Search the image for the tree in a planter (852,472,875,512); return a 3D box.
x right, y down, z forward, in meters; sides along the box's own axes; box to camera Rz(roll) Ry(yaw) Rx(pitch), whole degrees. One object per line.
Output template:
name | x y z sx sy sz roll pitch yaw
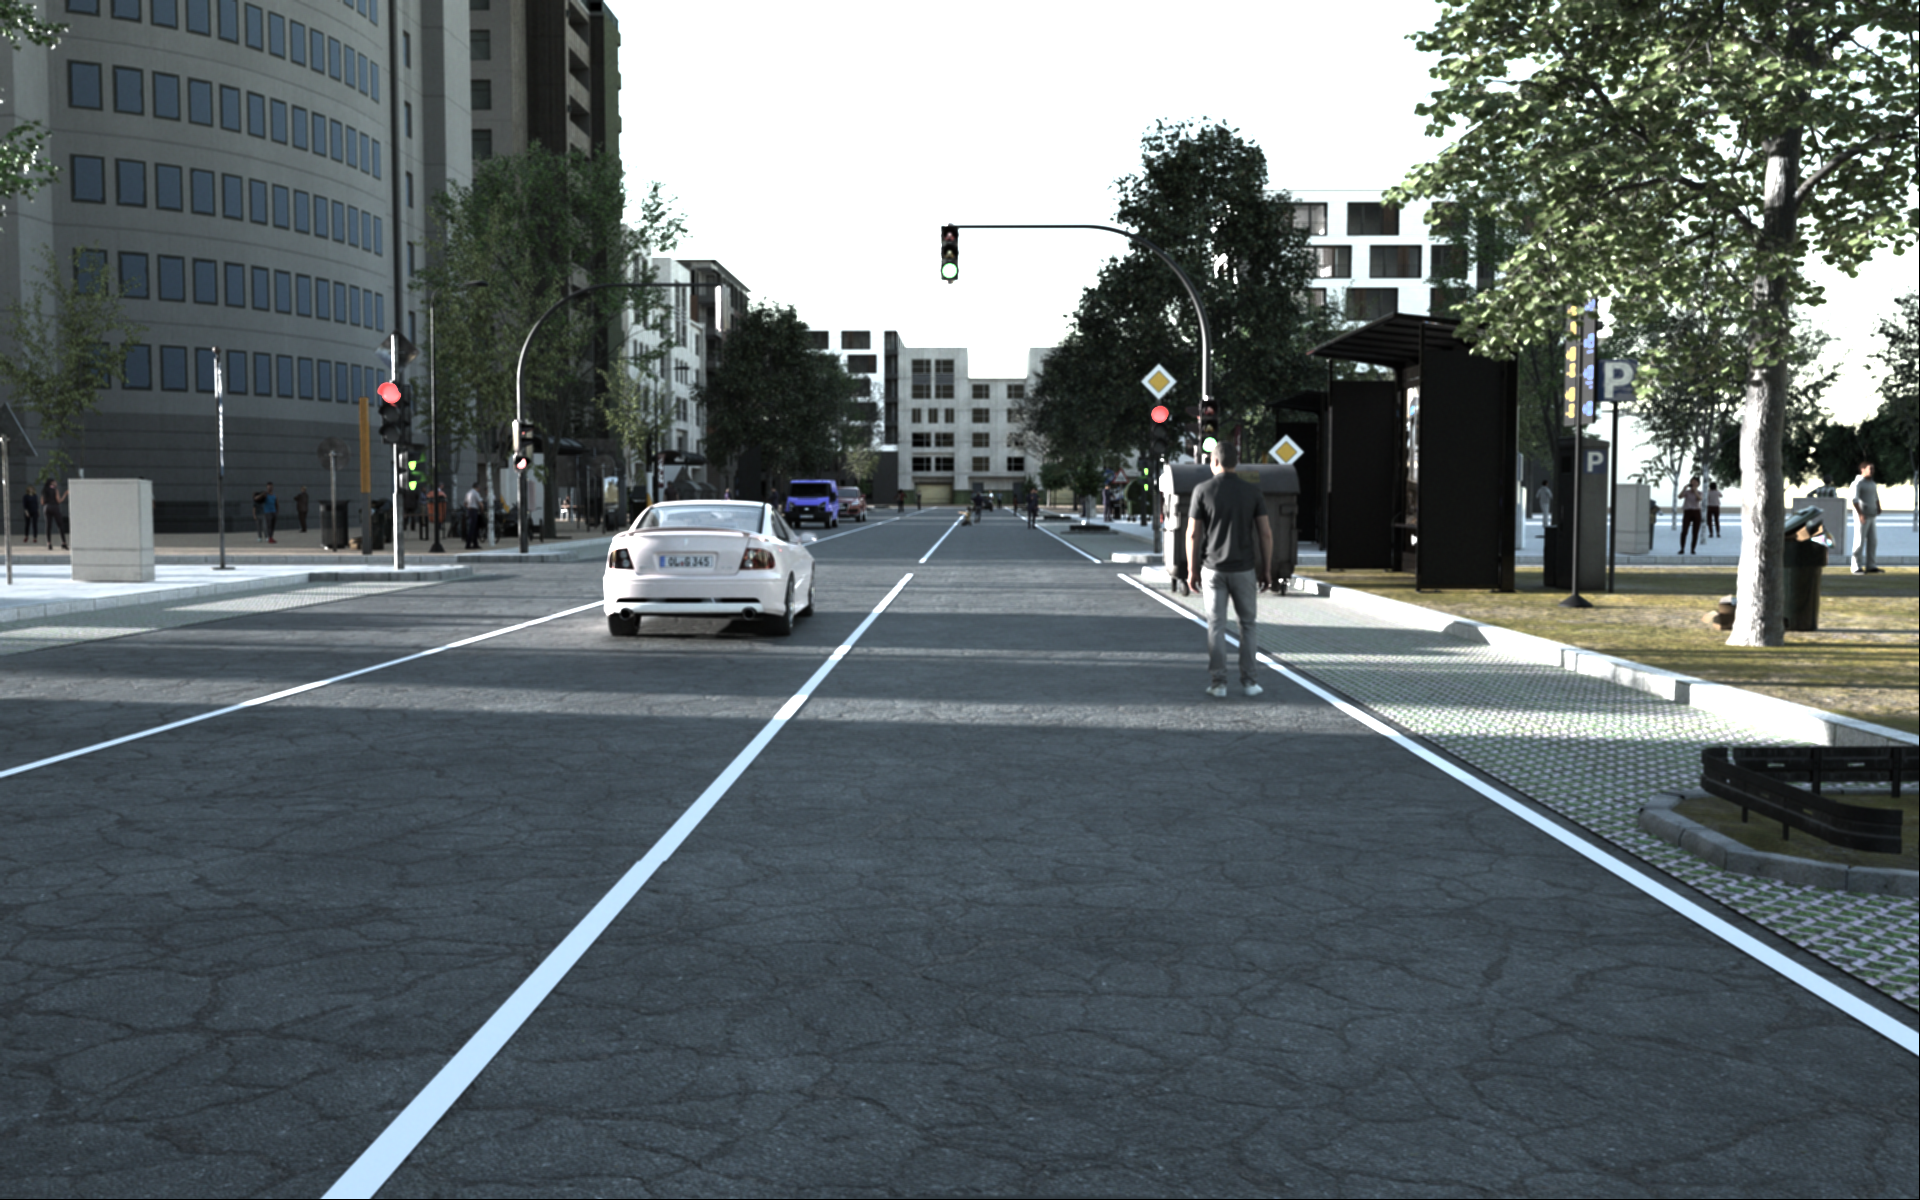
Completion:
tree in a planter | -7.832 -8.692 139.344 1.991 3.239 1.994 0 4 1

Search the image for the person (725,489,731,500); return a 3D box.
person | -11.415 -4.687 84.883 0.471 1.553 0.569 0 4 3

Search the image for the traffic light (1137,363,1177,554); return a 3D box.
traffic light | 4.248 -2.959 37.303 0.839 4.253 0.868 0 4 1

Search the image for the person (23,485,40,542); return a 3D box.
person | -24.687 -2.286 45.960 0.613 1.512 0.480 1 4 23

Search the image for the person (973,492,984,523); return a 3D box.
person | 0.825 -4.548 85.070 0.569 1.553 0.471 3 5 43

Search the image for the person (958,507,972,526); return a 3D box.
person | 0.239 -3.800 78.560 0.695 0.859 0.347 2 4 32

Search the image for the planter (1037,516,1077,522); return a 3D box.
planter | 4.963 -4.151 89.014 1.991 0.319 1.994 0 4 1

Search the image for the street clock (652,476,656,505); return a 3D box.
street clock | -12.207 -3.924 68.725 0.358 2.002 0.471 -2 4 -32

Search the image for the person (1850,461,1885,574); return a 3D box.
person | 14.553 -1.319 27.759 0.875 1.805 0.789 -2 4 -25

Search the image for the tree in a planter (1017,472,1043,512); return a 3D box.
tree in a planter | 5.613 -8.680 139.133 1.991 3.239 1.994 0 4 1

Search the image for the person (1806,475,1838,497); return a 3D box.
person | 20.220 -2.062 40.473 0.376 1.734 0.841 -1 4 -18

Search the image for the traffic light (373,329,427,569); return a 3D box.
traffic light | -9.557 -2.481 29.481 0.839 4.253 0.868 0 4 1

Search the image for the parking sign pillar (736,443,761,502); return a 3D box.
parking sign pillar | -11.162 -6.296 91.404 1.447 3.967 1.447 -2 4 -32

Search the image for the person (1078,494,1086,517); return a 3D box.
person | 6.788 -5.472 96.324 0.431 1.722 0.655 0 4 4

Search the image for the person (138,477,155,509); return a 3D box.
person | -25.215 -2.892 53.469 0.875 1.805 0.789 -2 4 -29

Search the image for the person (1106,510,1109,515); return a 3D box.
person | 9.162 -6.168 107.012 0.434 1.807 0.598 0 4 -7

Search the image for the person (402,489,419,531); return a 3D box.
person | -19.319 -3.308 60.818 0.565 1.739 0.600 -3 5 -43

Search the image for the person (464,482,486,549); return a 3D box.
person | -11.341 -1.965 40.379 0.614 1.554 0.590 3 5 42

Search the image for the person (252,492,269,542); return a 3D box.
person | -18.821 -2.245 46.659 0.435 1.345 0.340 -1 4 -17

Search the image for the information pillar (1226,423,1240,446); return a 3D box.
information pillar | 9.063 -4.048 57.535 0.504 3.616 0.183 3 4 36

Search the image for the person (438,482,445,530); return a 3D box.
person | -18.759 -3.399 62.549 0.436 1.711 0.756 0 4 -4

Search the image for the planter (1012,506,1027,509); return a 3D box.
planter | 5.971 -8.870 166.163 1.991 0.319 1.994 0 4 1

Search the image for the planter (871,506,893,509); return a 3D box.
planter | -7.485 -8.883 166.374 1.991 0.319 1.994 0 4 1

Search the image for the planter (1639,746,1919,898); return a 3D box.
planter | 3.889 0.865 6.997 1.991 0.319 1.994 0 4 1

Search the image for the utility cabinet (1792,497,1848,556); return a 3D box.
utility cabinet | 18.115 -1.551 36.514 1.020 1.237 0.306 3 5 41

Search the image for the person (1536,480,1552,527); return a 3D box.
person | 22.431 -3.668 66.160 0.789 1.805 0.875 -2 4 -27

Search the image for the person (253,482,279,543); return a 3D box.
person | -18.134 -2.293 45.410 0.662 1.594 0.647 2 4 30

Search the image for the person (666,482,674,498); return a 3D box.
person | -12.858 -4.365 77.566 0.875 1.805 0.789 -3 4 -37

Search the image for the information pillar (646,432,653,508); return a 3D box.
information pillar | -11.763 -4.544 65.642 0.183 3.616 0.504 0 4 8

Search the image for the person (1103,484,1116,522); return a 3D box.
person | 6.905 -4.485 79.823 0.568 1.767 0.683 2 4 26

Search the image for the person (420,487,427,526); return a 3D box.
person | -21.365 -3.727 69.046 0.319 1.574 0.516 0 4 -4

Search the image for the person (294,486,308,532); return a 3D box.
person | -22.137 -3.053 58.227 0.388 1.546 0.482 1 4 16

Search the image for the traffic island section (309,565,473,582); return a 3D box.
traffic island section | -9.597 -0.449 29.617 2.009 0.180 2.903 0 4 1

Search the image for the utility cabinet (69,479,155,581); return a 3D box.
utility cabinet | -12.369 -1.015 25.277 1.173 1.500 0.318 1 4 13

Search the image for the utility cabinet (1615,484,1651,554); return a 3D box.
utility cabinet | 14.350 -1.729 36.940 0.318 1.500 1.173 0 3 0

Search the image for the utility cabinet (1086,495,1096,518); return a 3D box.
utility cabinet | 7.039 -5.149 92.859 0.318 1.500 1.173 1 4 17

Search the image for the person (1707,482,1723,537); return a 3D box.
person | 22.356 -2.686 51.426 0.566 1.644 0.517 -2 4 -33

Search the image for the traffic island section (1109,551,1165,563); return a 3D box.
traffic island section | 4.288 -0.926 37.416 2.009 0.180 2.903 0 4 1

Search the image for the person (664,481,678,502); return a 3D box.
person | -11.634 -3.887 69.723 0.598 1.807 0.434 -1 4 -12

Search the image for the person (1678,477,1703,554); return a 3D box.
person | 15.604 -1.801 36.956 0.566 1.644 0.517 -1 4 -22

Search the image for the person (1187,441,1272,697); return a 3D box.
person | 1.926 -0.229 12.366 0.598 1.807 0.434 1 4 12

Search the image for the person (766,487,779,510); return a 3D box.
person | -8.506 -4.251 78.458 0.568 1.767 0.683 0 4 2

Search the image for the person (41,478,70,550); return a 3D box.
person | -20.819 -1.981 39.899 0.593 1.643 0.415 -3 4 -37

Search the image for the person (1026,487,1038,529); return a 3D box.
person | 2.976 -3.816 71.816 0.541 1.710 0.530 -1 4 -13

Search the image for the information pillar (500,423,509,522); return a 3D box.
information pillar | -14.643 -3.935 55.687 0.183 3.616 0.504 -3 4 -38

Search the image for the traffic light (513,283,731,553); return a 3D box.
traffic light | -7.360 -3.841 37.474 4.771 5.953 1.251 0 4 1

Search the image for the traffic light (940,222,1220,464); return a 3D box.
traffic light | 2.050 -3.336 29.204 4.771 5.953 1.251 0 4 1

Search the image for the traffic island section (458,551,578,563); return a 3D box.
traffic island section | -9.493 -0.937 37.601 2.009 0.180 2.903 0 4 1

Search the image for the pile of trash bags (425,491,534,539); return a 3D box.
pile of trash bags | -14.304 -2.517 50.908 1.912 1.369 3.447 2 4 29

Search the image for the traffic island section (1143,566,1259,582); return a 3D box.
traffic island section | 4.183 -0.437 29.432 2.009 0.180 2.903 0 4 1

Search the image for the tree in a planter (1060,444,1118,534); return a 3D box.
tree in a planter | 4.601 -3.961 61.983 1.991 3.239 1.994 0 4 1

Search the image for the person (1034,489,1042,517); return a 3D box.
person | 4.784 -6.012 107.239 0.568 1.767 0.683 1 4 14

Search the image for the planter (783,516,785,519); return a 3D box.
planter | -8.481 -4.192 89.686 1.991 0.319 1.994 0 4 1
